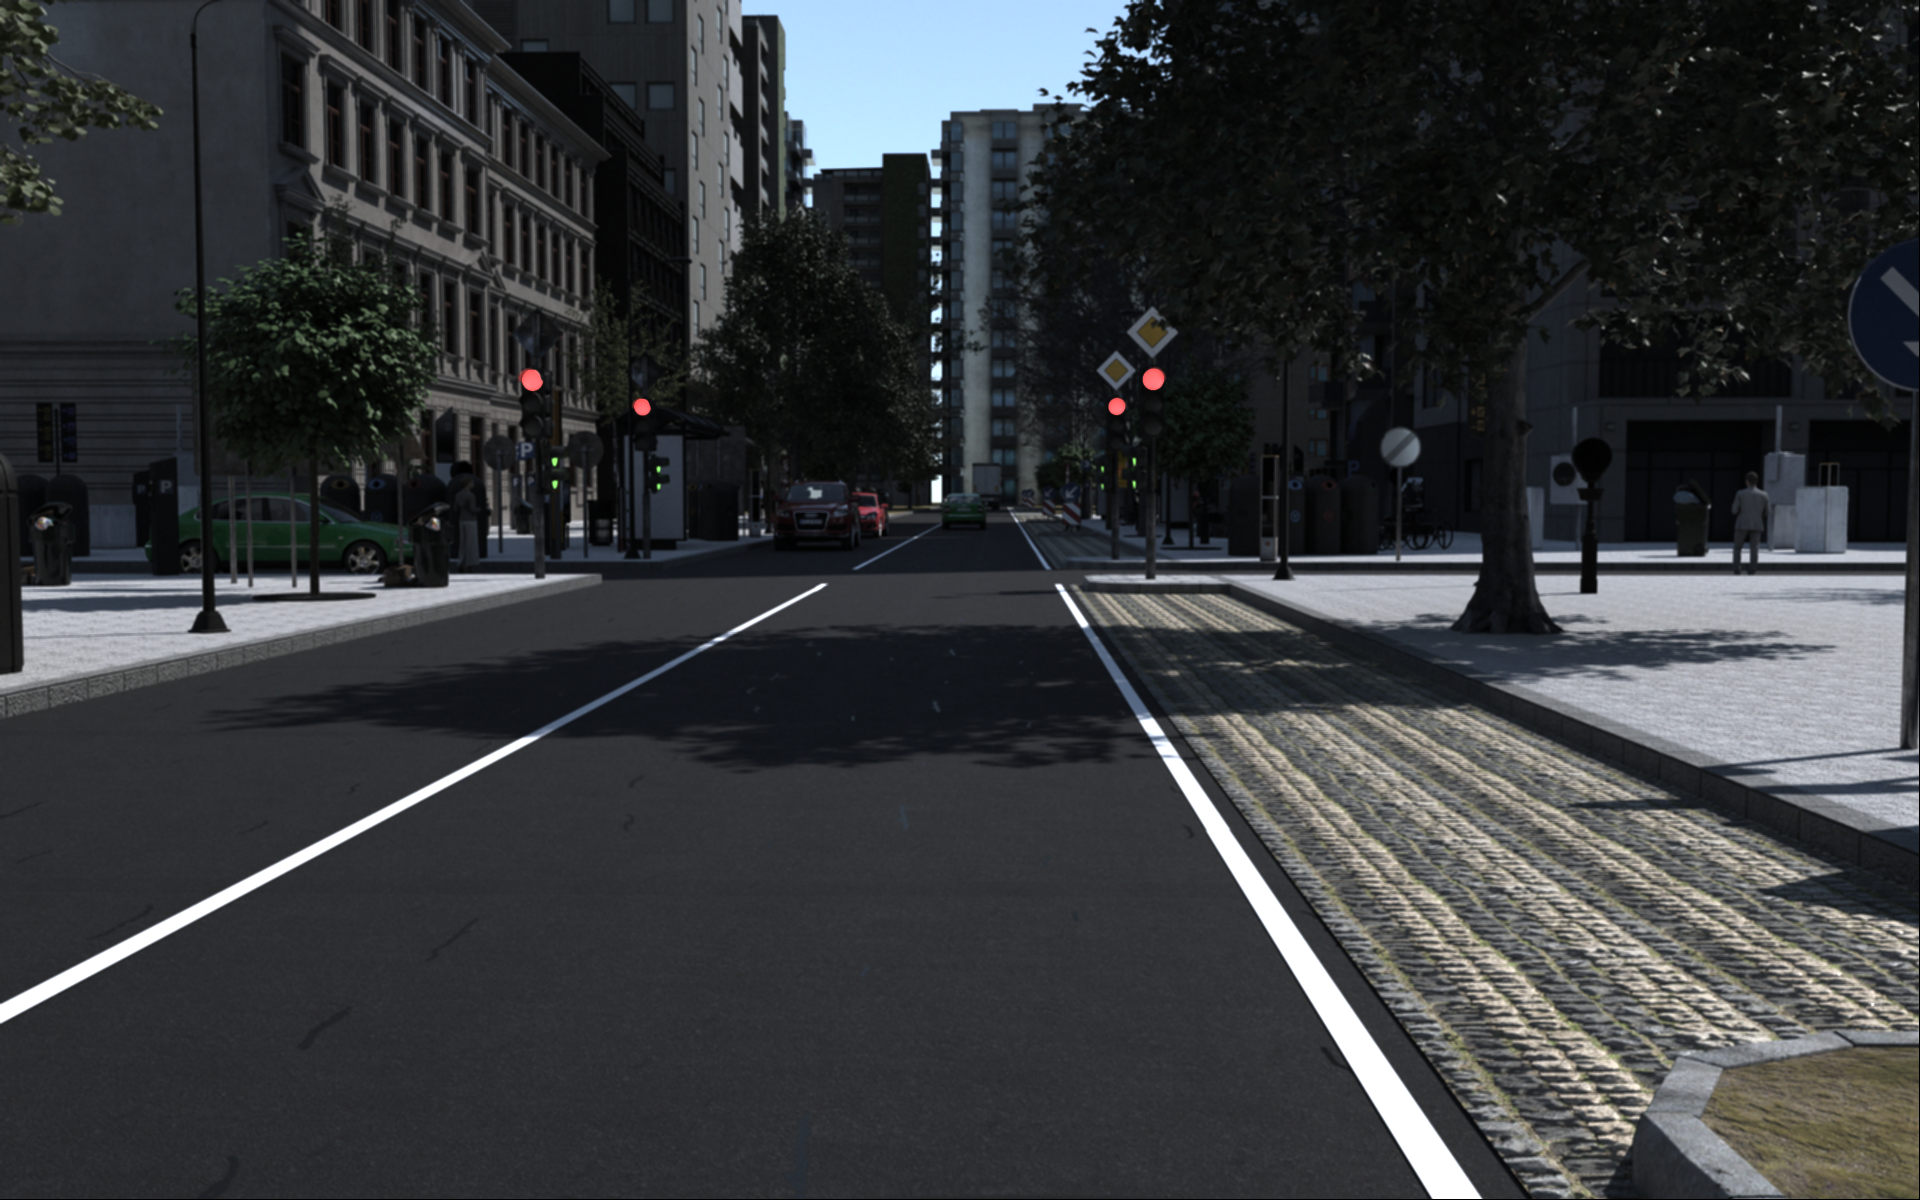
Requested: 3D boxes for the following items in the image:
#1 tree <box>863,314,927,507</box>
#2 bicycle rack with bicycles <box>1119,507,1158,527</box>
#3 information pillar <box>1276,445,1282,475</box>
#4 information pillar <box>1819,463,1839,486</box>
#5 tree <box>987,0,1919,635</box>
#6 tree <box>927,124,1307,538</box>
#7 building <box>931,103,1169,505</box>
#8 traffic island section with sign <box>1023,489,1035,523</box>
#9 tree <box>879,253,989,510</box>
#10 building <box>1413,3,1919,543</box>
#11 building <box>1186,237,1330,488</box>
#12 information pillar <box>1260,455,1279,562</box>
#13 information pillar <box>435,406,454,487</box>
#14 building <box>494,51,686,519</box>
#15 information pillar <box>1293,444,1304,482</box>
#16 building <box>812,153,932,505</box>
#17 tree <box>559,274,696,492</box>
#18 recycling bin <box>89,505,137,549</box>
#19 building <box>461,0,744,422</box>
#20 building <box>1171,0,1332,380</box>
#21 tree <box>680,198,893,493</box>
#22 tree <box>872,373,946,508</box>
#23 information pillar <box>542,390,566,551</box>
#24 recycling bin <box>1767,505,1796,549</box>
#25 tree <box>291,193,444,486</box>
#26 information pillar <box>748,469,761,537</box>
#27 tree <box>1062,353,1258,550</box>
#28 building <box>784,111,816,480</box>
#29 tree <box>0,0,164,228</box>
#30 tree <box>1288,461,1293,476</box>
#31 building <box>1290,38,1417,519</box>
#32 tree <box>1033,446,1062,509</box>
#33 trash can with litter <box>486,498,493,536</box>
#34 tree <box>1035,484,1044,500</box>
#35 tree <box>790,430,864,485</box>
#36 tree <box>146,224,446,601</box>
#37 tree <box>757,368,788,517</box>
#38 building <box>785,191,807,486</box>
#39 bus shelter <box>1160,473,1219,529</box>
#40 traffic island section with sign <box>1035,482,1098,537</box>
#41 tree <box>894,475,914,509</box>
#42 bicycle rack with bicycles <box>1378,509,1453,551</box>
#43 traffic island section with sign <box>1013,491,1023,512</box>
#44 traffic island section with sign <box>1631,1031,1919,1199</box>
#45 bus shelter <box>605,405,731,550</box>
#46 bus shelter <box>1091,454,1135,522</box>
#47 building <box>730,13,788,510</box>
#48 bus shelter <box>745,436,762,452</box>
[{"bbox_3d":[-5.750,-12.005,106.657,12.009,13.543,11.850,0,3,0],"label":"tree"},{"bbox_3d":[7.439,-3.403,69.019,2.925,0.926,2.852,3,4,38],"label":"bicycle rack with bicycles"},{"bbox_3d":[14.225,-5.219,76.678,0.504,3.616,0.183,3,5,42],"label":"information pillar"},{"bbox_3d":[20.617,-2.241,41.131,0.304,2.012,0.304,-1,4,-20],"label":"information pillar"},{"bbox_3d":[4.999,-6.046,15.862,9.611,12.733,9.660,0,3,0],"label":"tree"},{"bbox_3d":[5.600,-8.620,51.306,12.009,13.543,11.850,0,3,0],"label":"tree"},{"bbox_3d":[11.798,-36.426,215.176,30.456,49.044,23.786,0,4,1],"label":"building"},{"bbox_3d":[4.253,-4.708,85.610,1.989,1.847,2.006,0,4,1],"label":"traffic island section with sign"},{"bbox_3d":[-4.144,-17.077,135.096,12.611,20.169,13.585,0,3,0],"label":"tree"},{"bbox_3d":[27.040,-37.595,52.935,20.611,71.187,20.563,0,4,1],"label":"building"},{"bbox_3d":[32.280,-17.482,130.866,27.650,21.520,28.899,0,4,1],"label":"building"},{"bbox_3d":[5.888,-1.742,32.973,0.304,2.012,0.304,1,4,19],"label":"information pillar"},{"bbox_3d":[-13.709,-3.352,46.160,0.504,3.616,0.183,-3,5,-44],"label":"information pillar"},{"bbox_3d":[-22.656,-16.242,95.240,12.332,23.373,15.834,0,4,1],"label":"building"},{"bbox_3d":[15.879,-5.506,81.371,0.504,3.616,0.183,-1,4,-12],"label":"information pillar"},{"bbox_3d":[-10.584,-32.240,210.725,14.086,41.232,14.154,0,4,1],"label":"building"},{"bbox_3d":[-11.402,-6.636,58.867,4.737,8.622,4.395,0,3,0],"label":"tree"},{"bbox_3d":[-19.803,-1.709,40.491,0.722,1.027,0.722,1,4,22],"label":"recycling bin"},{"bbox_3d":[-30.322,-32.635,122.815,28.713,52.752,27.495,0,4,1],"label":"building"},{"bbox_3d":[29.900,-37.694,158.300,21.231,58.520,28.212,0,4,1],"label":"building"},{"bbox_3d":[-6.446,-9.205,67.506,9.611,12.733,9.660,0,3,0],"label":"tree"},{"bbox_3d":[-4.859,-14.431,154.074,7.486,12.596,7.792,0,3,0],"label":"tree"},{"bbox_3d":[-9.235,-2.933,39.304,0.504,3.616,0.183,1,4,19],"label":"information pillar"},{"bbox_3d":[19.343,-1.718,40.635,0.722,1.027,0.722,2,4,25],"label":"recycling bin"},{"bbox_3d":[-14.599,-5.638,42.550,4.737,8.622,4.395,0,3,0],"label":"tree"},{"bbox_3d":[-6.079,-2.862,51.288,0.304,2.012,0.304,-1,4,-20],"label":"information pillar"},{"bbox_3d":[5.420,-3.457,40.241,4.285,4.588,4.351,0,3,0],"label":"tree"},{"bbox_3d":[-33.007,-36.452,215.604,30.456,49.044,23.786,0,4,1],"label":"building"},{"bbox_3d":[-7.832,-5.589,9.501,7.486,12.596,7.792,0,3,0],"label":"tree"},{"bbox_3d":[16.588,-5.713,88.010,1.663,3.219,1.824,0,3,0],"label":"tree"},{"bbox_3d":[29.108,-26.279,84.283,22.147,44.769,28.867,0,4,1],"label":"building"},{"bbox_3d":[6.762,-7.187,101.221,4.285,4.588,4.351,0,3,0],"label":"tree"},{"bbox_3d":[-14.711,-2.507,52.383,1.055,1.170,0.624,-2,4,-29],"label":"trash can with litter"},{"bbox_3d":[8.895,-11.545,183.354,1.663,3.219,1.824,0,3,0],"label":"tree"},{"bbox_3d":[-6.135,-5.879,79.837,4.285,4.588,4.351,0,3,0],"label":"tree"},{"bbox_3d":[-8.035,-2.293,21.200,4.285,4.588,4.351,0,3,0],"label":"tree"},{"bbox_3d":[-11.014,-9.057,98.440,4.360,8.622,3.978,0,3,0],"label":"tree"},{"bbox_3d":[-21.811,-24.218,167.666,14.107,30.474,14.160,0,4,1],"label":"building"},{"bbox_3d":[8.093,-4.117,61.239,2.014,3.302,5.546,0,4,1],"label":"bus shelter"},{"bbox_3d":[3.637,-3.060,58.662,1.989,1.847,2.006,0,4,1],"label":"traffic island section with sign"},{"bbox_3d":[-4.592,-9.263,146.050,1.663,3.219,1.824,0,3,0],"label":"tree"},{"bbox_3d":[10.256,-1.657,40.479,2.925,0.926,2.852,-1,4,-20],"label":"bicycle rack with bicycles"},{"bbox_3d":[5.384,-7.778,135.798,1.989,1.847,2.006,0,4,1],"label":"traffic island section with sign"},{"bbox_3d":[2.374,0.339,3.086,1.989,1.847,2.006,0,4,1],"label":"traffic island section with sign"},{"bbox_3d":[-6.972,-2.942,42.029,2.014,3.302,5.546,0,4,1],"label":"bus shelter"},{"bbox_3d":[7.468,-5.466,83.292,2.014,3.302,5.546,0,4,1],"label":"bus shelter"},{"bbox_3d":[-22.212,-28.143,143.740,14.154,41.232,14.086,0,4,1],"label":"building"},{"bbox_3d":[-7.679,-3.748,55.198,2.014,3.302,5.546,0,4,1],"label":"bus shelter"}]
